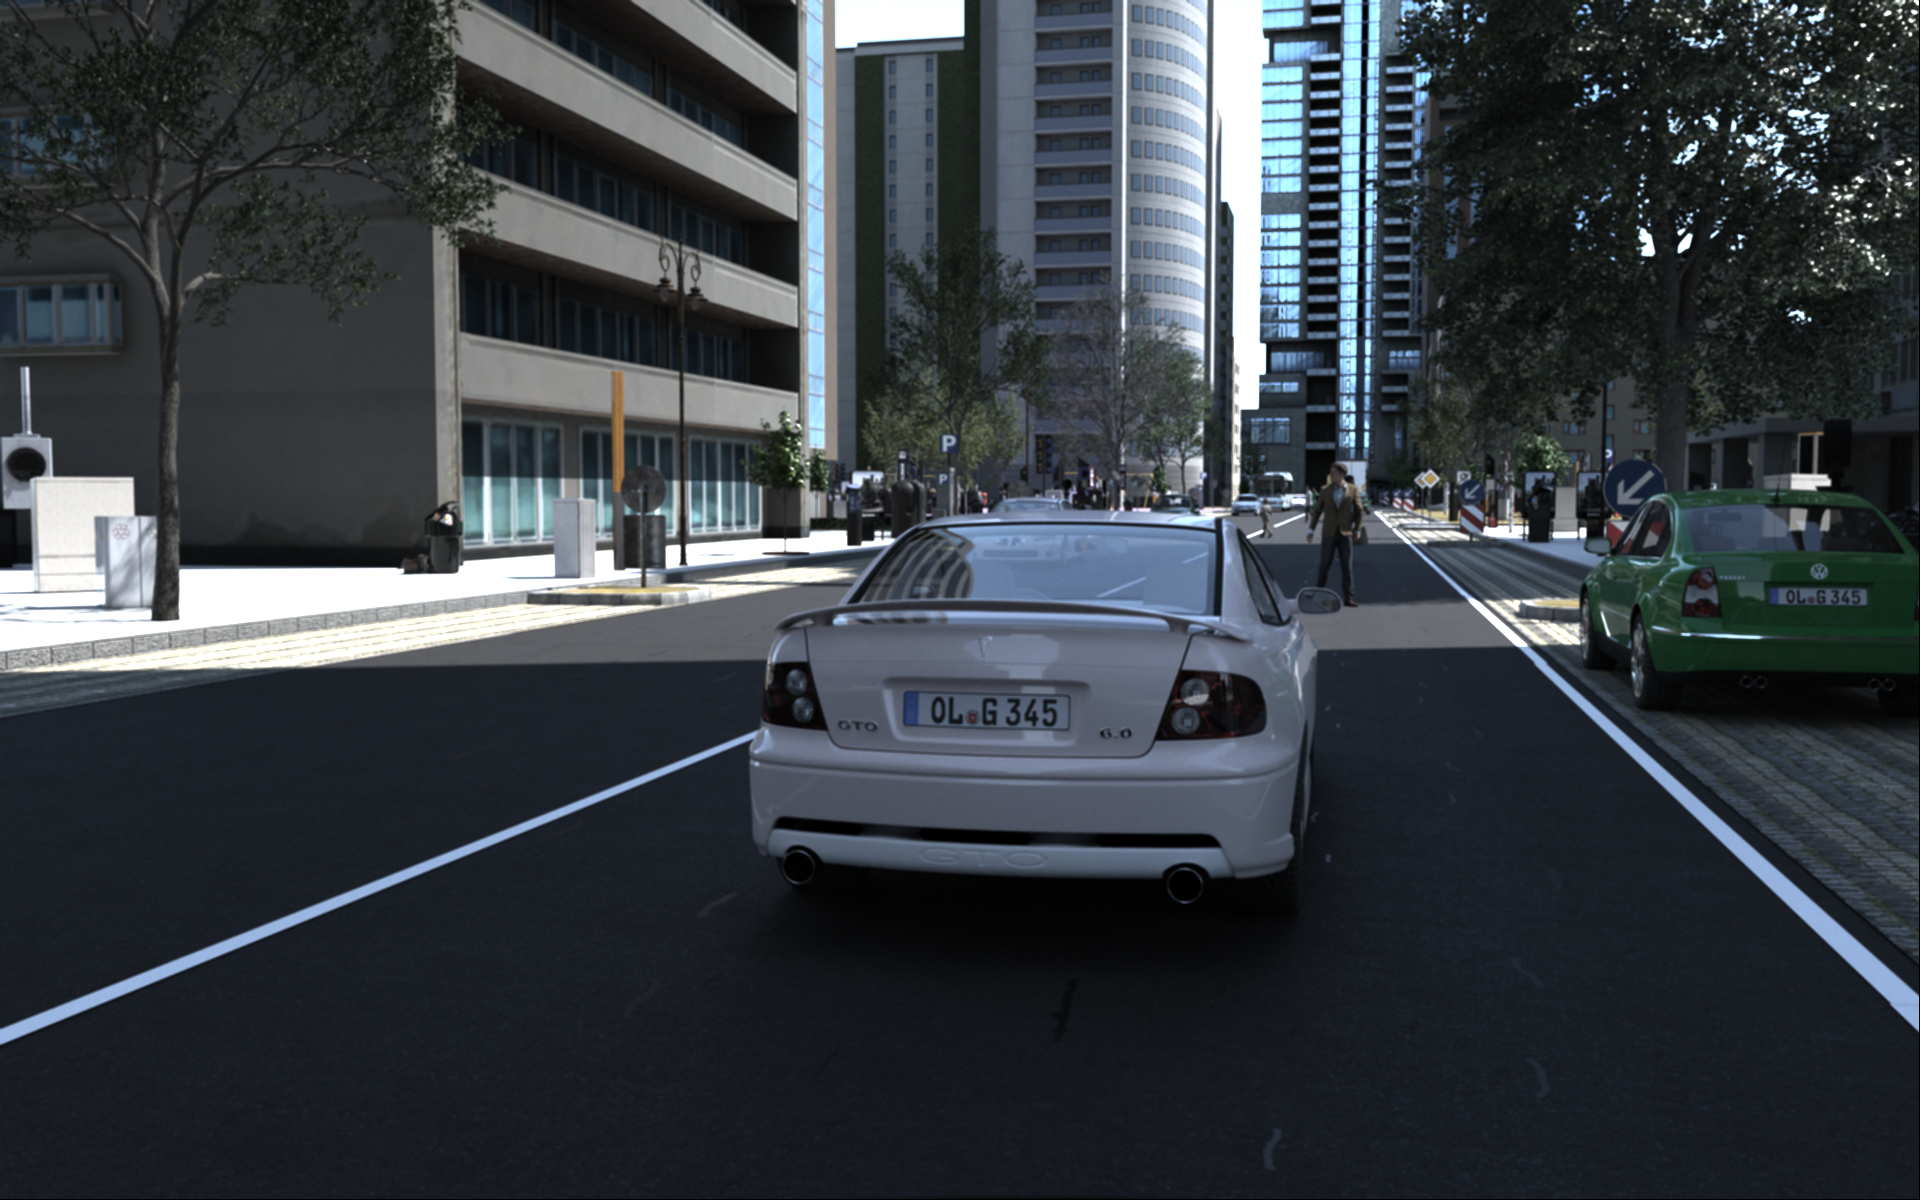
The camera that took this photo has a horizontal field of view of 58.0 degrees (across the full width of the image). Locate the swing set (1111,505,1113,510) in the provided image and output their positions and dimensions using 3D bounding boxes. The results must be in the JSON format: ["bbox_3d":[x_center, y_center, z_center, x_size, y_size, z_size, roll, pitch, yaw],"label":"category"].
[{"bbox_3d":[10.285,-8.420,135.288,2.862,2.851,3.119,1,4,16],"label":"swing set"}]

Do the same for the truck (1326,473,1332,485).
[{"bbox_3d":[35.682,-10.118,161.346,3.469,3.379,9.791,1,4,14],"label":"truck"}]

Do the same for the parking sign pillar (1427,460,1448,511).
[{"bbox_3d":[35.494,-8.573,128.636,1.447,3.967,1.447,0,4,-1],"label":"parking sign pillar"}]

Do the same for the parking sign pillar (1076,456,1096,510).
[{"bbox_3d":[9.049,-8.276,123.789,1.447,3.967,1.447,1,4,17],"label":"parking sign pillar"}]

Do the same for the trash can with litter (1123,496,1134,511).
[{"bbox_3d":[9.655,-5.239,97.046,1.055,1.170,0.624,3,5,41],"label":"trash can with litter"}]

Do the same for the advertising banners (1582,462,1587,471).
[{"bbox_3d":[33.531,-6.015,94.537,0.090,3.025,2.074,-2,4,-26],"label":"advertising banners"}]

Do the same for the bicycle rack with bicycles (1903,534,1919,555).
[{"bbox_3d":[15.053,-0.934,28.651,2.852,0.926,2.925,-1,4,-14],"label":"bicycle rack with bicycles"}]

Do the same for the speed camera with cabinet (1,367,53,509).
[{"bbox_3d":[-15.080,-1.971,26.566,2.038,3.252,0.660,-2,4,-25],"label":"speed camera with cabinet"}]

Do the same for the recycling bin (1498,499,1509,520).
[{"bbox_3d":[27.159,-4.534,86.692,0.722,1.027,0.722,3,5,40],"label":"recycling bin"}]

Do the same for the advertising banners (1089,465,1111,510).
[{"bbox_3d":[8.564,-6.717,106.011,2.074,3.025,0.090,-3,5,-45],"label":"advertising banners"}]

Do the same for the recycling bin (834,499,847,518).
[{"bbox_3d":[-4.188,-3.145,63.967,0.722,1.027,0.722,2,4,32],"label":"recycling bin"}]

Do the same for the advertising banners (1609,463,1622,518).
[{"bbox_3d":[35.349,-5.929,93.128,2.074,3.025,0.090,-3,5,-40],"label":"advertising banners"}]

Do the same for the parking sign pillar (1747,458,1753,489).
[{"bbox_3d":[49.135,-7.340,108.476,1.447,3.967,1.447,0,4,1],"label":"parking sign pillar"}]

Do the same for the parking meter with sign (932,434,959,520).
[{"bbox_3d":[-0.448,-3.264,49.624,0.543,3.016,1.738,1,4,9],"label":"parking meter with sign"}]

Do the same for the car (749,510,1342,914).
[{"bbox_3d":[0.572,0.301,7.433,2.083,1.381,4.827,1,4,12],"label":"car"}]

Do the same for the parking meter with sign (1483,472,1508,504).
[{"bbox_3d":[34.324,-7.056,111.631,1.738,3.016,0.543,2,4,25],"label":"parking meter with sign"}]

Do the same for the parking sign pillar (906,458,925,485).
[{"bbox_3d":[-3.366,-8.762,131.737,1.447,3.967,1.447,1,4,22],"label":"parking sign pillar"}]

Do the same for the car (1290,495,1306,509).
[{"bbox_3d":[32.336,-9.341,165.093,2.083,1.381,4.827,1,4,13],"label":"car"}]

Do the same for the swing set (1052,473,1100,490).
[{"bbox_3d":[8.438,-7.915,127.025,3.119,2.851,2.862,1,4,21],"label":"swing set"}]

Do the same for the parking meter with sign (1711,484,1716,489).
[{"bbox_3d":[54.741,-7.957,126.353,1.738,3.016,0.543,3,5,44],"label":"parking meter with sign"}]

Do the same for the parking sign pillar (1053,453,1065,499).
[{"bbox_3d":[6.482,-7.656,113.655,1.447,3.967,1.447,1,4,20],"label":"parking sign pillar"}]

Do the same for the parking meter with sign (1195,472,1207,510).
[{"bbox_3d":[19.328,-8.786,139.905,0.543,3.016,1.738,-1,4,-17],"label":"parking meter with sign"}]

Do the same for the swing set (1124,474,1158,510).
[{"bbox_3d":[13.683,-8.444,135.682,3.119,2.851,2.862,2,4,33],"label":"swing set"}]

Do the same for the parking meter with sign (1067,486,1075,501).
[{"bbox_3d":[9.919,-9.679,154.513,1.738,3.016,0.543,1,4,18],"label":"parking meter with sign"}]

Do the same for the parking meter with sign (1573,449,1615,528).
[{"bbox_3d":[24.186,-4.264,65.975,1.738,3.016,0.543,-3,4,-37],"label":"parking meter with sign"}]

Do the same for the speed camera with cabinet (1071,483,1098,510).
[{"bbox_3d":[9.499,-8.430,132.168,2.038,3.252,0.660,2,4,24],"label":"speed camera with cabinet"}]

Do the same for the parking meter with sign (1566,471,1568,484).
[{"bbox_3d":[47.520,-8.370,133.112,1.738,3.016,0.543,1,4,22],"label":"parking meter with sign"}]

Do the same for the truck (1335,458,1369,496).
[{"bbox_3d":[31.944,-9.318,141.266,2.839,4.237,11.283,1,4,13],"label":"truck"}]

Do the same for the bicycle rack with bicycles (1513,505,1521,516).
[{"bbox_3d":[31.745,-5.390,101.504,2.852,0.926,2.925,0,4,1],"label":"bicycle rack with bicycles"}]

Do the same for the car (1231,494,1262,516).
[{"bbox_3d":[19.084,-6.311,115.193,2.014,1.417,4.499,1,4,14],"label":"car"}]

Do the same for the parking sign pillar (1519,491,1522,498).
[{"bbox_3d":[46.832,-9.451,142.994,1.447,3.967,1.447,0,4,2],"label":"parking sign pillar"}]

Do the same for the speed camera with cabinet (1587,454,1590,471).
[{"bbox_3d":[31.204,-5.562,85.270,0.660,3.252,2.038,1,4,13],"label":"speed camera with cabinet"}]

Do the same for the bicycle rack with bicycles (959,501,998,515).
[{"bbox_3d":[1.115,-4.812,92.055,2.852,0.926,2.925,0,4,-4],"label":"bicycle rack with bicycles"}]

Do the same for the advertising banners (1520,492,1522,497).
[{"bbox_3d":[37.260,-7.345,116.276,2.074,3.025,0.090,-2,4,-27],"label":"advertising banners"}]

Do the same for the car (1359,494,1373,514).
[{"bbox_3d":[28.256,-6.812,123.172,2.131,1.459,4.920,1,4,14],"label":"car"}]

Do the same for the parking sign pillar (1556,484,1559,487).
[{"bbox_3d":[33.268,-6.710,98.185,1.447,3.967,1.447,-3,4,-39],"label":"parking sign pillar"}]

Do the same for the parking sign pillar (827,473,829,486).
[{"bbox_3d":[-11.007,-9.083,136.972,1.447,3.967,1.447,-1,4,-14],"label":"parking sign pillar"}]

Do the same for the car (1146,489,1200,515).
[{"bbox_3d":[8.234,-3.474,66.580,2.009,1.686,4.222,1,4,13],"label":"car"}]

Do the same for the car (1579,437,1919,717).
[{"bbox_3d":[5.644,-0.231,12.572,1.959,1.807,4.718,1,4,13],"label":"car"}]

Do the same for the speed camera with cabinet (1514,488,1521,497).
[{"bbox_3d":[42.553,-8.275,129.632,2.038,3.252,0.660,2,4,32],"label":"speed camera with cabinet"}]

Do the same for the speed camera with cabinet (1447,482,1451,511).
[{"bbox_3d":[37.427,-8.499,133.289,0.660,3.252,2.038,2,4,23],"label":"speed camera with cabinet"}]

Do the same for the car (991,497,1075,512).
[{"bbox_3d":[1.454,-1.398,35.216,2.083,1.381,4.827,1,4,12],"label":"car"}]

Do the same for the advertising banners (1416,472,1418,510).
[{"bbox_3d":[35.828,-8.545,135.901,0.090,3.025,2.074,1,4,19],"label":"advertising banners"}]

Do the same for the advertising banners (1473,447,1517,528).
[{"bbox_3d":[20.177,-4.244,65.576,0.090,3.025,2.074,-2,4,-27],"label":"advertising banners"}]

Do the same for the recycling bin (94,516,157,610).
[{"bbox_3d":[-9.366,-0.434,19.658,0.722,1.027,0.722,-2,4,-34],"label":"recycling bin"}]
